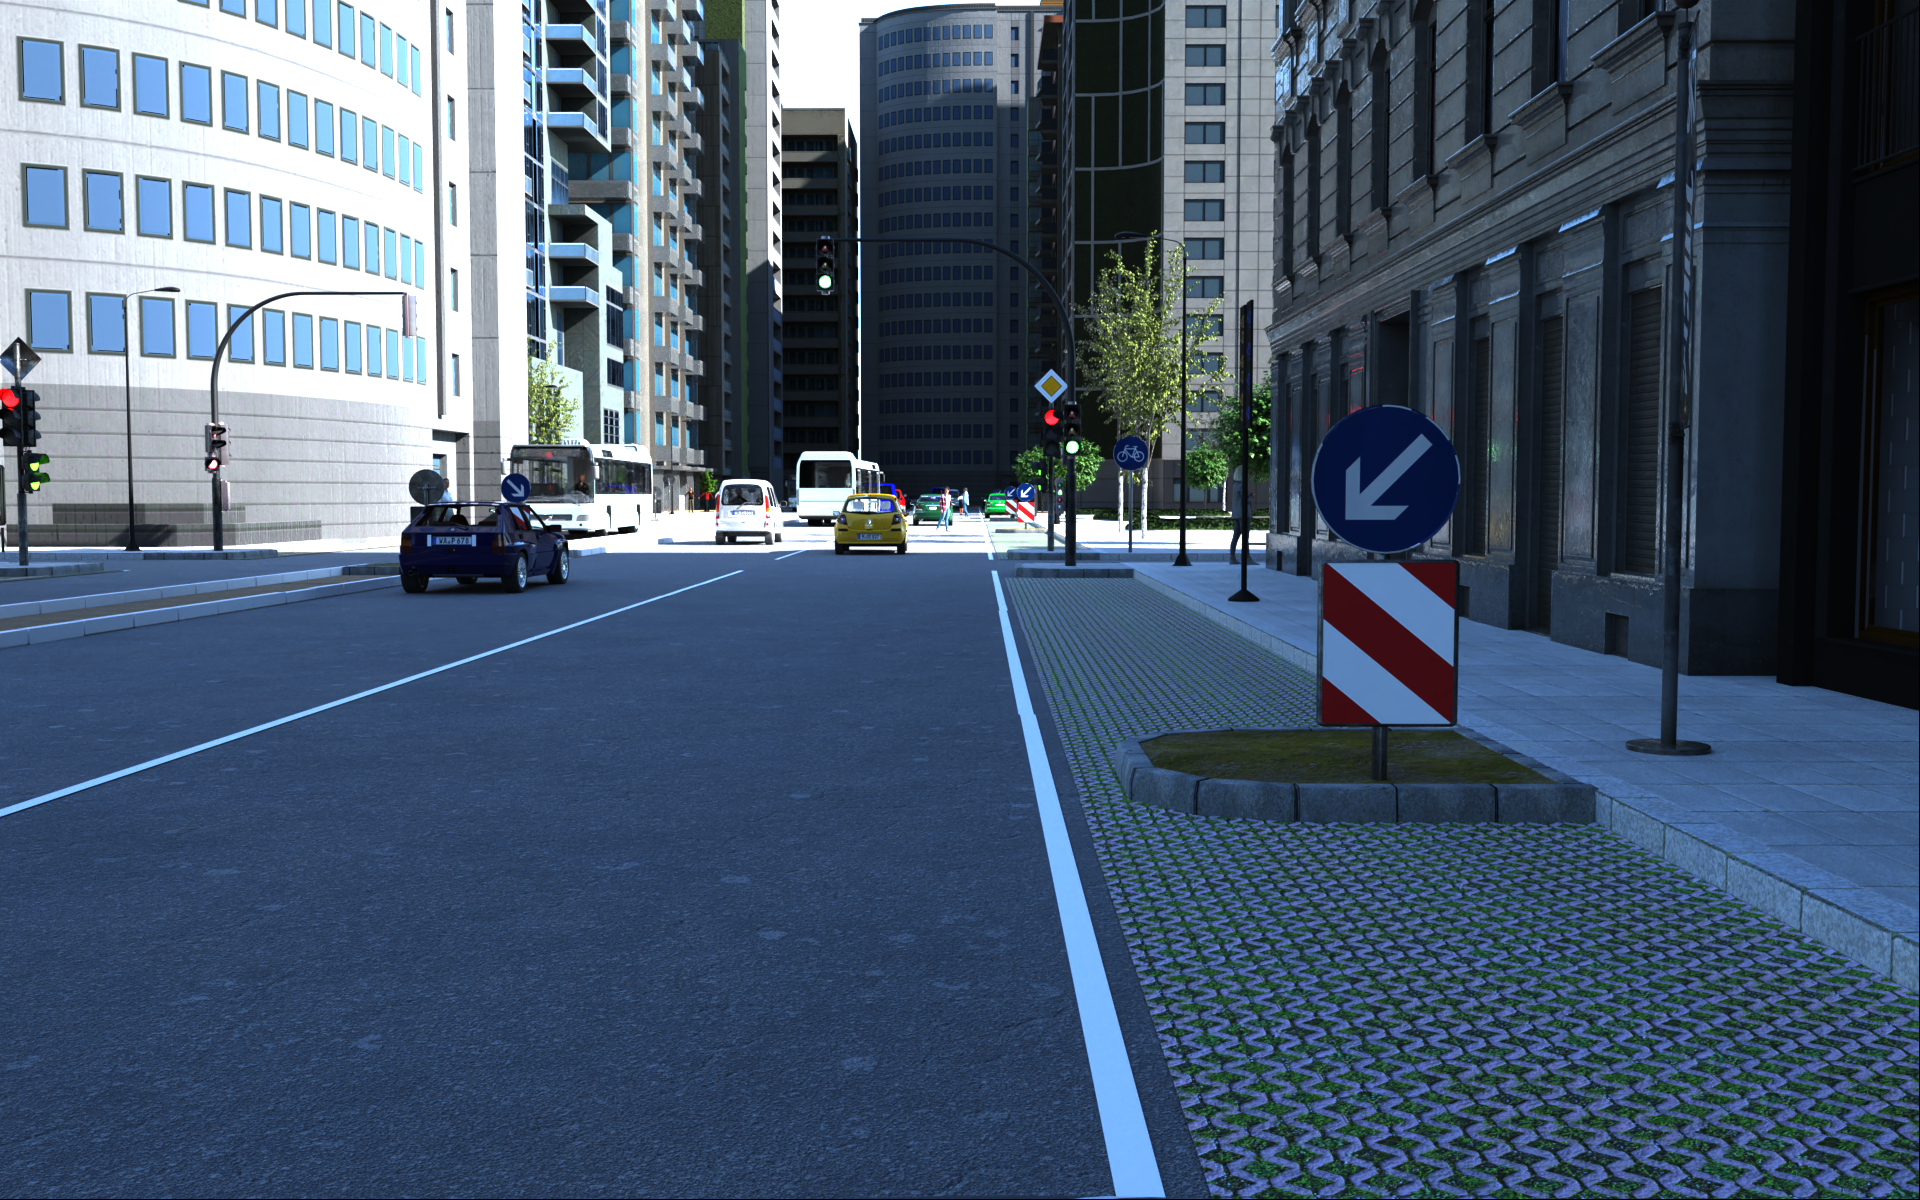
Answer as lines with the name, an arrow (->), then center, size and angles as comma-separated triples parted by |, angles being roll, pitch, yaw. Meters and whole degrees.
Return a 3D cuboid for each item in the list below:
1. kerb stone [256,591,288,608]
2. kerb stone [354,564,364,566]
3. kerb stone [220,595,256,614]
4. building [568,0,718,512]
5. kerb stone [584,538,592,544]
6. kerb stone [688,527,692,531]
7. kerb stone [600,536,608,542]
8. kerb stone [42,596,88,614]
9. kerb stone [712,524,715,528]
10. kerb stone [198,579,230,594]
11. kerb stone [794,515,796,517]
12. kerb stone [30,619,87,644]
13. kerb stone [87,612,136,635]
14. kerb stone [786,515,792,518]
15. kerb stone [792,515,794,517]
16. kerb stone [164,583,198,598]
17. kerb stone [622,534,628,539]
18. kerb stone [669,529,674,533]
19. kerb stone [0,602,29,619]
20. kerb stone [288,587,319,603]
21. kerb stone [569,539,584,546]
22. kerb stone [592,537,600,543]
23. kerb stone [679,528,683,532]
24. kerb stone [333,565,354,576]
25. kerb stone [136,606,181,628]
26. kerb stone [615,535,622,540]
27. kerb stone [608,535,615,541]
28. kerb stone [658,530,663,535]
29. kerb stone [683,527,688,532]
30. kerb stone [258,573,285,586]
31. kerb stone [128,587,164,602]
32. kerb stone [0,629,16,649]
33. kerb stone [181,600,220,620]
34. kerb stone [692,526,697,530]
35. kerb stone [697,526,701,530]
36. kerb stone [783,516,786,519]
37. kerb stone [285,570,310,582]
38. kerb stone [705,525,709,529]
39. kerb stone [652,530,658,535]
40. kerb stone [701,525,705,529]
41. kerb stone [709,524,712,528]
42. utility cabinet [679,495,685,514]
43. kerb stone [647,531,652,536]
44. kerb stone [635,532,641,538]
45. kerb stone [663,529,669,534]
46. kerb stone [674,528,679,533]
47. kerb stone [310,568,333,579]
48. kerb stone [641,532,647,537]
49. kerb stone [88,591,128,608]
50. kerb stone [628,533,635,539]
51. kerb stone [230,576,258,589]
kerb stone -> -8.876, 0.004, 22.136 | 0.120, 0.150, 1.000 | 0, 4, 1
kerb stone -> -10.886, -0.559, 31.346 | 0.120, 0.150, 1.000 | 0, 4, 1
kerb stone -> -8.881, 0.066, 21.114 | 0.120, 0.150, 1.000 | 0, 4, 1
building -> -31.323, -31.145, 128.825 | 23.786, 49.044, 30.456 | 0, 4, 1
kerb stone -> -10.724, -1.660, 49.344 | 0.120, 0.150, 1.000 | 0, 4, 1
kerb stone -> -10.561, -2.723, 66.769 | 0.120, 0.150, 1.000 | 0, 4, 1
kerb stone -> -10.701, -1.785, 51.389 | 0.120, 0.150, 1.000 | 0, 4, 1
kerb stone -> -10.979, 0.069, 21.101 | 0.120, 0.150, 1.000 | 0, 4, 1
kerb stone -> -10.504, -3.101, 72.921 | 0.120, 0.150, 1.000 | 0, 4, 1
kerb stone -> -10.942, -0.184, 25.199 | 0.120, 0.150, 1.000 | 0, 4, 1
kerb stone -> -10.204, -5.046, 104.708 | 0.120, 0.150, 1.000 | 0, 4, 1
kerb stone -> -8.918, 0.319, 17.002 | 0.120, 0.150, 1.000 | 0, 4, 1
kerb stone -> -8.913, 0.255, 18.034 | 0.120, 0.150, 1.000 | 0, 4, 1
kerb stone -> -10.224, -4.921, 102.658 | 0.120, 0.150, 1.000 | 0, 4, 1
kerb stone -> -10.222, -4.982, 103.681 | 0.120, 0.150, 1.000 | 0, 4, 1
kerb stone -> -10.958, -0.121, 24.172 | 0.120, 0.150, 1.000 | 0, 4, 1
kerb stone -> -10.682, -1.974, 54.464 | 0.120, 0.150, 1.000 | 0, 4, 1
kerb stone -> -10.594, -2.475, 62.669 | 0.120, 0.150, 1.000 | 0, 4, 1
kerb stone -> -11.001, 0.130, 20.076 | 0.120, 0.150, 1.000 | 0, 4, 1
kerb stone -> -8.862, -0.050, 23.162 | 0.120, 0.150, 1.000 | 0, 4, 1
kerb stone -> -10.733, -1.596, 48.322 | 0.120, 0.150, 1.000 | 0, 4, 1
kerb stone -> -10.711, -1.723, 50.366 | 0.120, 0.150, 1.000 | 0, 4, 1
kerb stone -> -10.582, -2.601, 64.719 | 0.120, 0.150, 1.000 | 0, 4, 1
kerb stone -> -10.895, -0.497, 30.323 | 0.120, 0.150, 1.000 | 0, 4, 1
kerb stone -> -8.898, 0.192, 19.061 | 0.120, 0.150, 1.000 | 0, 4, 1
kerb stone -> -10.686, -1.911, 53.442 | 0.120, 0.150, 1.000 | 0, 4, 1
kerb stone -> -10.693, -1.849, 52.420 | 0.120, 0.150, 1.000 | 0, 4, 1
kerb stone -> -10.626, -2.350, 60.615 | 0.120, 0.150, 1.000 | 0, 4, 1
kerb stone -> -10.568, -2.662, 65.746 | 0.120, 0.150, 1.000 | 0, 4, 1
kerb stone -> -10.917, -0.309, 27.251 | 0.120, 0.150, 1.000 | 0, 4, 1
kerb stone -> -10.969, -0.056, 23.145 | 0.120, 0.150, 1.000 | 0, 4, 1
kerb stone -> -8.932, 0.385, 15.972 | 0.120, 0.150, 1.000 | 0, 4, 1
kerb stone -> -8.887, 0.129, 20.086 | 0.120, 0.150, 1.000 | 0, 4, 1
kerb stone -> -10.547, -2.785, 67.791 | 0.120, 0.150, 1.000 | 0, 4, 1
kerb stone -> -10.543, -2.852, 68.830 | 0.120, 0.150, 1.000 | 0, 4, 1
kerb stone -> -10.266, -4.729, 99.570 | 0.120, 0.150, 1.000 | 0, 4, 1
kerb stone -> -10.912, -0.372, 28.273 | 0.120, 0.150, 1.000 | 0, 4, 1
kerb stone -> -10.518, -2.973, 70.875 | 0.120, 0.150, 1.000 | 0, 4, 1
kerb stone -> -10.628, -2.287, 59.592 | 0.120, 0.150, 1.000 | 0, 4, 1
kerb stone -> -10.532, -2.915, 69.852 | 0.120, 0.150, 1.000 | 0, 4, 1
kerb stone -> -10.516, -3.040, 71.897 | 0.120, 0.150, 1.000 | 0, 4, 1
utility cabinet -> -17.940, -6.150, 111.721 | 0.306, 1.237, 1.020 | 0, 4, -5
kerb stone -> -10.643, -2.225, 58.566 | 0.120, 0.150, 1.000 | 0, 4, 1
kerb stone -> -10.654, -2.099, 56.518 | 0.120, 0.150, 1.000 | 0, 4, 1
kerb stone -> -10.612, -2.413, 61.640 | 0.120, 0.150, 1.000 | 0, 4, 1
kerb stone -> -10.584, -2.538, 63.697 | 0.120, 0.150, 1.000 | 0, 4, 1
kerb stone -> -10.905, -0.435, 29.301 | 0.120, 0.150, 1.000 | 0, 4, 1
kerb stone -> -10.646, -2.159, 57.544 | 0.120, 0.150, 1.000 | 0, 4, 1
kerb stone -> -10.970, 0.005, 22.123 | 0.120, 0.150, 1.000 | 0, 4, 1
kerb stone -> -10.660, -2.032, 55.494 | 0.120, 0.150, 1.000 | 0, 4, 1
kerb stone -> -10.935, -0.245, 26.229 | 0.120, 0.150, 1.000 | 0, 4, 1
